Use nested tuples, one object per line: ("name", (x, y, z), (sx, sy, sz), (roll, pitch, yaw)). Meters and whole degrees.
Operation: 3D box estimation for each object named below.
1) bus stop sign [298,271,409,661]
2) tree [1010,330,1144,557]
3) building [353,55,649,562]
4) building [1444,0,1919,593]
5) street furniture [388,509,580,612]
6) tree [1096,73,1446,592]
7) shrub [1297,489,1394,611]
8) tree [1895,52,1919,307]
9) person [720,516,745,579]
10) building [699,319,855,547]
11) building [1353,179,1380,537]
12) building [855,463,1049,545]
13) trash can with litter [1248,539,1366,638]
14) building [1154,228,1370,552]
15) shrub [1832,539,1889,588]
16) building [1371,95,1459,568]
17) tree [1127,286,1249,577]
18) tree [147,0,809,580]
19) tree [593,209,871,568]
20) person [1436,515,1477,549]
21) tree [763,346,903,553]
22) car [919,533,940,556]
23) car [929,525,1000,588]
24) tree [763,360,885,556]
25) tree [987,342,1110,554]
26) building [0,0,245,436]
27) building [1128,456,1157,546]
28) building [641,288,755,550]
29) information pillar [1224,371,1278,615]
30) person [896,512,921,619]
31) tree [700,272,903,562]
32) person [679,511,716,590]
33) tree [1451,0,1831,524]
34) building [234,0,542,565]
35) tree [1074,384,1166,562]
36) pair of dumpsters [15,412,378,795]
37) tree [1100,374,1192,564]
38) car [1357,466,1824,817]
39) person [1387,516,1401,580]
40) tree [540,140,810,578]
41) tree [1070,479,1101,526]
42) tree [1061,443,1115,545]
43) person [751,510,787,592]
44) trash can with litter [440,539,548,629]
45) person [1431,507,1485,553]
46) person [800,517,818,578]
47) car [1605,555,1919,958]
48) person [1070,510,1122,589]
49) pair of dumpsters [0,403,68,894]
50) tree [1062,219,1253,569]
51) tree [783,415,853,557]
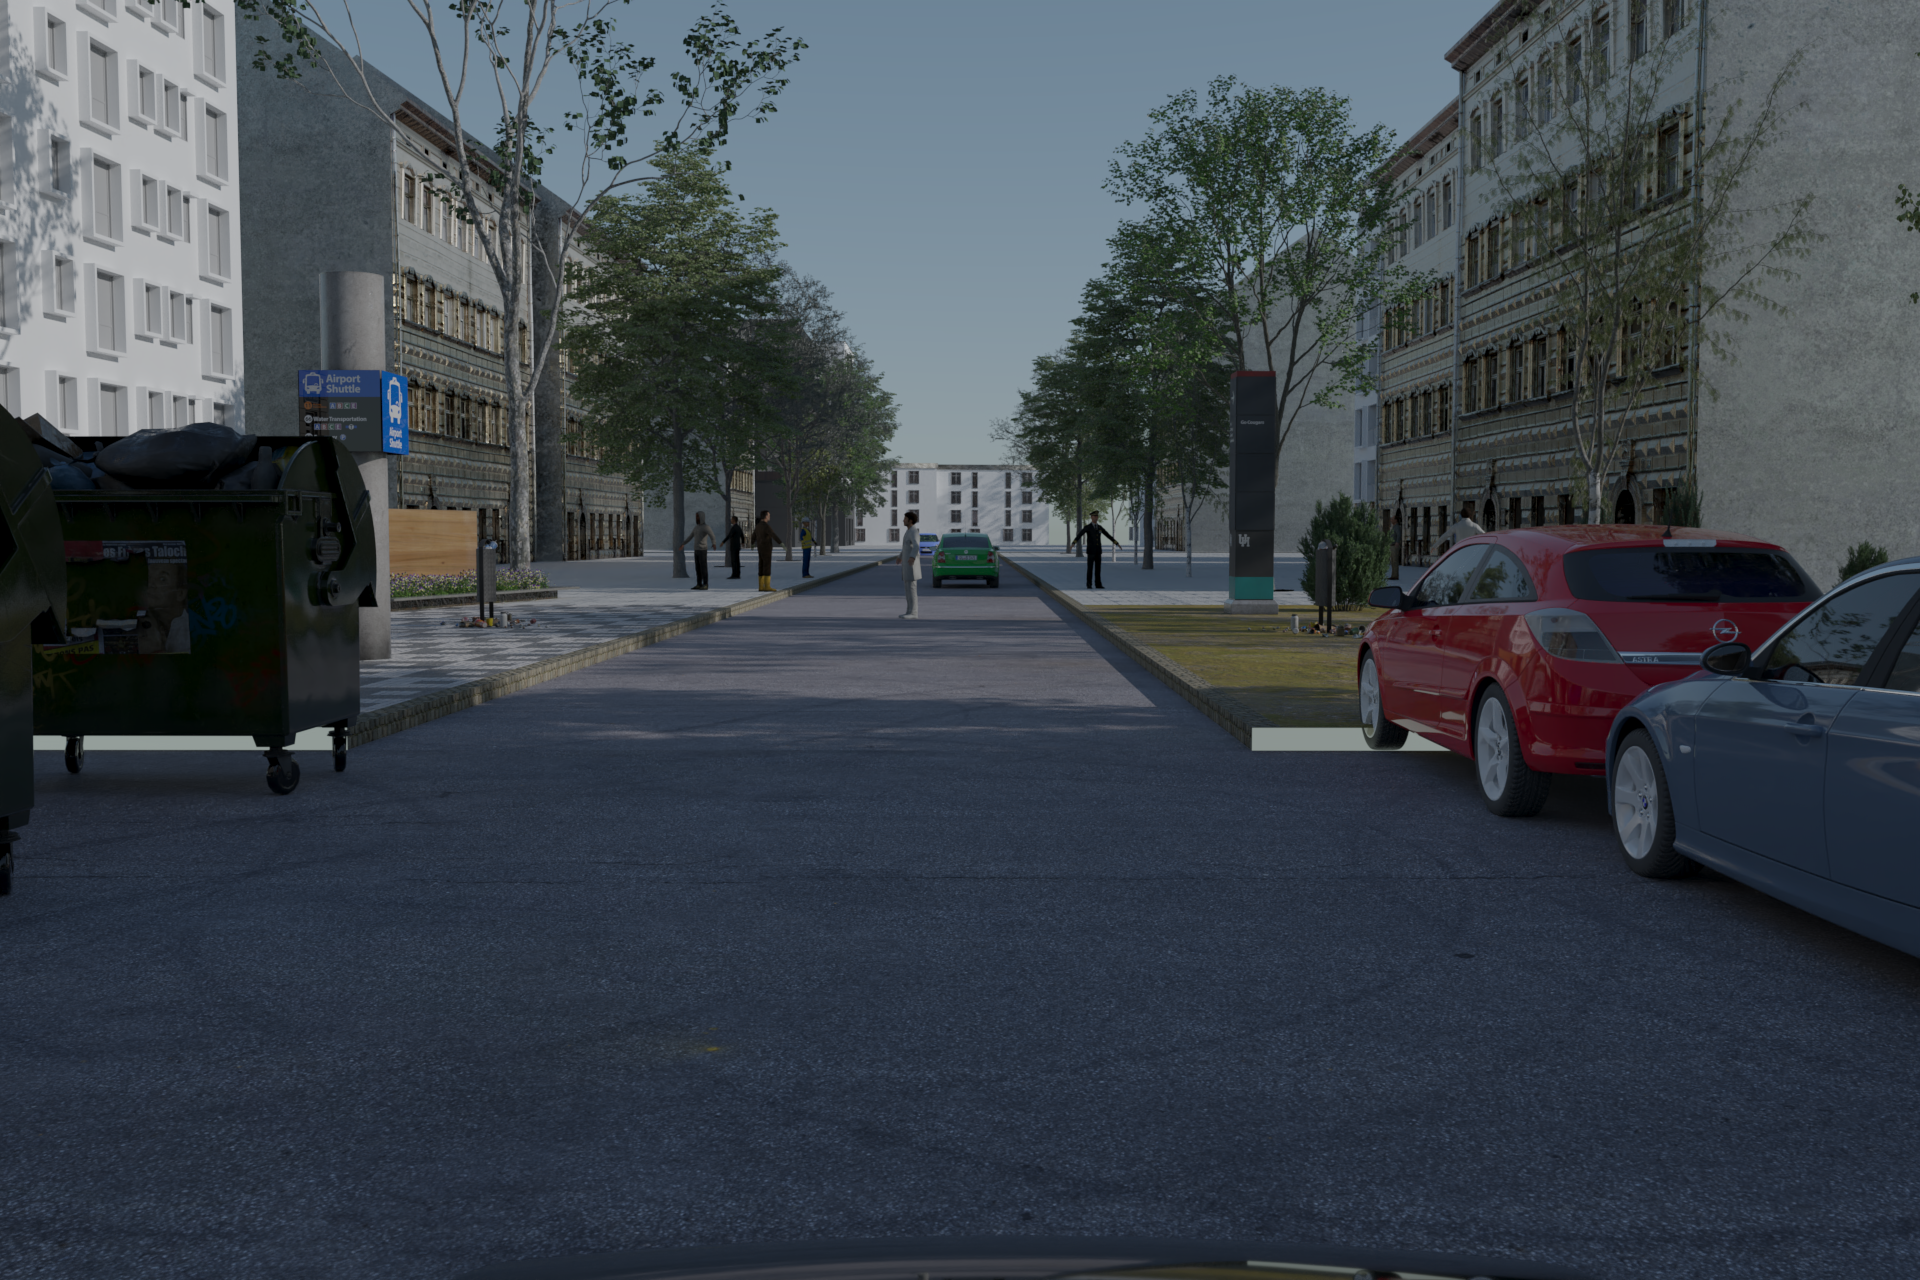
("bus stop sign", (-6.186, -1.756, 17.730), (0.837, 3.901, 0.837), (0, 3, 0))
("tree", (6.686, -10.870, 95.856), (7.486, 12.596, 7.792), (0, 3, 0))
("building", (-27.460, -15.788, 89.057), (19.493, 23.208, 18.063), (0, 4, 1))
("building", (25.042, -13.150, 45.927), (19.493, 23.208, 18.063), (0, 4, 0))
("street furniture", (-10.622, -1.558, 32.331), (9.812, 1.723, 11.010), (1, 4, 14))
("tree", (6.887, -6.901, 38.591), (9.928, 11.665, 9.643), (0, 3, 0))
("shrub", (6.422, -1.499, 28.920), (1.690, 2.028, 1.600), (0, 3, 0))
("tree", (14.848, -4.473, 23.504), (4.737, 8.622, 4.395), (0, 3, 0))
("person", (-6.446, -2.643, 49.445), (0.704, 1.802, 1.346), (1, 4, 21))
("building", (-26.093, -20.620, 181.111), (27.936, 21.610, 32.646), (0, 4, 1))
("building", (26.127, -14.342, 90.909), (16.016, 20.090, 11.380), (0, 4, 0))
("building", (-3.236, -15.960, 205.546), (28.070, 9.664, 9.099), (0, 4, -7))
("trash can with litter", (4.686, -0.688, 22.309), (1.678, 1.210, 2.233), (0, 4, 0))
("building", (25.441, -18.527, 133.840), (19.493, 23.208, 18.063), (0, 3, 0))
("shrub", (13.672, -0.918, 26.121), (1.383, 1.207, 1.383), (0, 3, 0))
("building", (26.913, -14.261, 64.096), (19.493, 23.208, 18.063), (0, 4, 0))
("tree", (6.821, -6.188, 51.530), (4.360, 8.622, 3.978), (0, 3, 0))
("tree", (-9.420, -10.876, 33.713), (12.611, 20.169, 13.585), (0, 3, 0))
("tree", (-9.004, -9.545, 66.430), (12.009, 13.543, 11.850), (0, 3, 0))
("person", (12.571, -2.273, 43.294), (1.347, 1.817, 0.704), (2, 4, 27))
("tree", (-8.594, -12.863, 116.969), (9.857, 13.997, 8.962), (0, 3, 0))
("car", (-1.966, -5.726, 103.203), (1.945, 1.707, 3.694), (0, 3, 0))
("car", (0.132, -2.363, 47.427), (1.959, 1.807, 4.718), (0, 4, -1))
("tree", (-8.197, -10.849, 103.134), (9.928, 11.665, 9.643), (0, 3, 0))
("tree", (6.932, -12.328, 111.934), (12.009, 13.543, 11.850), (0, 3, 0))
("building", (-26.476, -11.143, 38.602), (16.016, 20.090, 11.380), (0, 4, 0))
("building", (23.242, -14.612, 181.058), (9.099, 9.664, 28.070), (0, 4, 1))
("building", (-28.002, -19.414, 148.350), (19.493, 23.208, 18.063), (0, 4, 0))
("information pillar", (4.690, -2.352, 27.826), (0.750, 3.857, 0.750), (0, 4, 0))
("person", (-0.869, -1.271, 29.419), (0.705, 1.806, 1.347), (-1, 4, -11))
("tree", (-7.907, -10.434, 80.965), (12.009, 13.543, 11.850), (0, 3, 0))
("person", (-5.965, -2.054, 39.714), (0.705, 1.813, 1.348), (-3, 5, -45))
("tree", (7.512, -4.322, 21.021), (4.360, 8.622, 3.978), (0, 3, 0))
("building", (-28.704, -14.578, 69.277), (19.493, 23.208, 18.063), (0, 4, 1))
("tree", (6.907, -7.921, 79.872), (4.360, 8.622, 3.978), (0, 3, 0))
("pair of dumpsters", (-5.753, -0.301, 9.877), (4.436, 2.255, 1.574), (0, 4, 1))
("tree", (7.376, -7.508, 73.116), (4.360, 8.622, 3.978), (0, 3, 0))
("car", (3.603, -0.074, 10.251), (2.155, 1.783, 4.494), (0, 4, 0))
("person", (12.109, -2.574, 48.352), (0.705, 1.796, 1.348), (0, 4, 0))
("tree", (-8.157, -8.065, 49.988), (7.486, 12.596, 7.792), (0, 3, 0))
("tree", (14.749, -15.385, 201.902), (4.737, 8.622, 4.395), (0, 3, 0))
("tree", (15.418, -17.809, 209.299), (7.486, 12.596, 7.792), (0, 3, 0))
("person", (-4.321, -1.985, 38.599), (0.704, 1.812, 1.346), (-3, 5, -40))
("trash can with litter", (-6.493, -0.822, 24.504), (1.678, 1.210, 2.233), (0, 4, -1))
("person", (9.988, -1.715, 34.226), (1.347, 1.806, 0.705), (1, 4, 21))
("person", (-4.406, -2.696, 50.549), (0.721, 1.772, 1.216), (1, 4, 14))
("car", (3.671, 0.383, 5.748), (2.014, 1.417, 4.499), (0, 4, 1))
("person", (3.162, -2.121, 40.615), (1.347, 1.837, 0.705), (-1, 4, -22))
("pair of dumpsters", (-5.809, -0.082, 6.291), (4.436, 2.255, 1.574), (0, 4, 0))
("tree", (7.153, -8.863, 63.030), (7.486, 12.596, 7.792), (0, 3, 0))
("tree", (-7.948, -8.853, 95.108), (4.737, 8.622, 4.395), (0, 3, 0))
